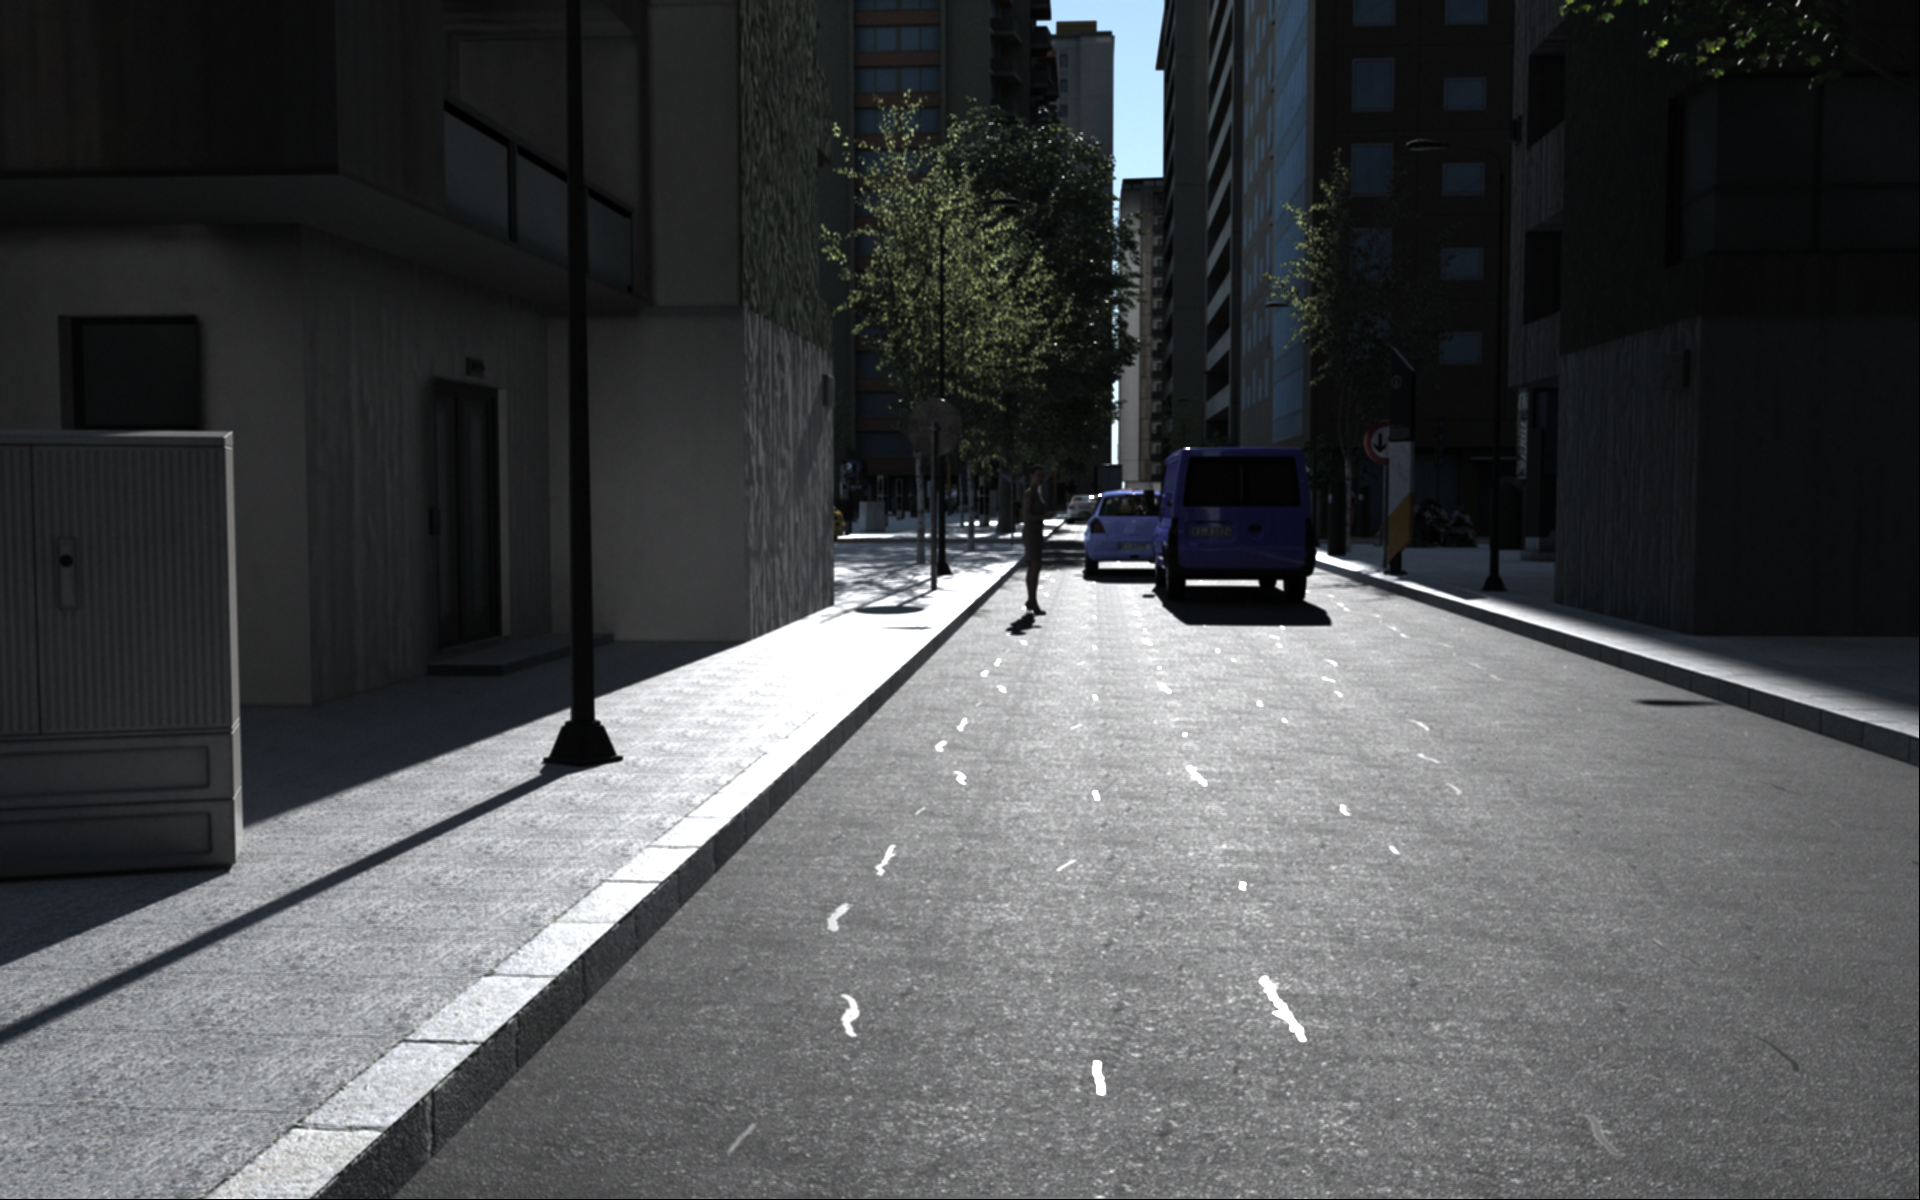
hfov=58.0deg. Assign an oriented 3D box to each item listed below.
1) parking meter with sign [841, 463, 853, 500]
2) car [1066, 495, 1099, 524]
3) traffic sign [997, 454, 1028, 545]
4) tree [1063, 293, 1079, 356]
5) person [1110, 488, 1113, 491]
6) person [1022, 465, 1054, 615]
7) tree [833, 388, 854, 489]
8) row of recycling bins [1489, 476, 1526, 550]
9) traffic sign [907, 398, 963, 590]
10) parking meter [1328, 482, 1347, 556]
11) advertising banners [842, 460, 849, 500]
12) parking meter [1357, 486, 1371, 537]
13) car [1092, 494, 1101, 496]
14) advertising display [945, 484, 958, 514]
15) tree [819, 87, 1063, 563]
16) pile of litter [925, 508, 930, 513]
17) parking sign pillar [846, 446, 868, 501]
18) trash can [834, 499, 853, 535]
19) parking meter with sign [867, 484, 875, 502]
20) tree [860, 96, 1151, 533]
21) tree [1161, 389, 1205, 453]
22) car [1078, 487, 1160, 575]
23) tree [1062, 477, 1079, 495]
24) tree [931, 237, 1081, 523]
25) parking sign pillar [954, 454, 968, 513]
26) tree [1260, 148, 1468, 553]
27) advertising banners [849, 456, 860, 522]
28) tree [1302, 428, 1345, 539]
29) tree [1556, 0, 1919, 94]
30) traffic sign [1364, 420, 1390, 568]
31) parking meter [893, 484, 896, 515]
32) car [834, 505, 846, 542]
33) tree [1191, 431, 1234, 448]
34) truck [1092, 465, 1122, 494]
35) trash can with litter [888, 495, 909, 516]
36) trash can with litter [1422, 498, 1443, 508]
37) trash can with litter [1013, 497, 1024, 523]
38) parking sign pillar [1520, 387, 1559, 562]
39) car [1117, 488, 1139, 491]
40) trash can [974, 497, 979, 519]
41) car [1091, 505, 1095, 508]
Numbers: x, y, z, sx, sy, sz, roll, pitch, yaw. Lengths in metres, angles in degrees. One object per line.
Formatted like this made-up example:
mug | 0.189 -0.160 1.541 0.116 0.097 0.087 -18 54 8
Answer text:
parking meter with sign | -6.266 -6.038 94.989 0.543 3.016 1.738 0 4 6
car | 6.240 -4.466 85.380 2.083 1.381 4.827 0 4 6
traffic sign | 1.311 -2.425 43.290 0.795 2.450 0.064 0 4 4
tree | 0.331 -5.412 38.853 4.360 8.622 3.978 0 3 0
person | 9.204 -5.897 105.191 0.678 1.792 0.850 1 4 18
person | 0.928 -0.731 20.786 0.374 1.781 0.599 1 4 15
tree | -8.772 -9.993 113.748 4.737 8.622 4.395 0 3 0
row of recycling bins | 13.638 -1.965 39.239 1.069 1.692 3.534 -3 5 -43
traffic sign | -0.349 -1.407 23.106 0.768 2.556 0.104 1 4 13
parking meter | 7.888 -1.701 36.223 0.372 1.533 0.369 0 3 0
advertising banners | -5.624 -5.694 89.286 0.090 3.025 2.074 1 4 22
parking meter | 12.054 -2.648 51.700 0.372 1.533 0.369 0 3 0
car | 10.868 -7.620 136.594 2.014 1.417 4.499 0 4 3
advertising display | -0.565 -6.467 110.951 0.974 1.923 0.123 2 4 24
tree | -0.662 -4.975 31.710 4.360 8.622 3.978 0 3 0
pile of litter | -2.008 -6.468 119.722 1.176 0.858 1.719 3 5 43
parking sign pillar | -5.845 -6.639 97.021 1.447 3.967 1.447 2 4 27
trash can | -3.693 -2.606 54.265 0.748 1.137 0.748 0 3 0
parking meter with sign | -6.781 -7.998 127.031 0.543 3.016 1.738 2 4 25
tree | 1.620 -9.192 56.952 9.857 13.997 8.962 0 3 0
tree | 15.798 -10.387 120.185 4.737 8.622 4.395 0 3 0
car | 3.137 -1.357 31.785 1.945 1.707 3.694 0 4 3
tree | 12.585 -12.239 194.710 1.663 3.219 1.824 0 3 0
tree | 2.470 -9.741 77.398 7.486 12.596 7.792 0 3 0
parking sign pillar | 0.304 -7.936 118.231 1.447 3.967 1.447 2 4 26
tree | 8.736 -5.344 37.735 4.360 8.622 3.978 0 3 0
advertising banners | -4.778 -5.078 79.207 0.090 3.025 2.074 0 4 3
tree | 10.487 -3.390 50.025 1.663 3.219 1.824 0 3 0
tree | 7.039 -5.162 10.152 9.928 11.665 9.643 0 3 0
traffic sign | 7.346 -1.821 29.875 0.768 2.556 0.104 1 4 9
parking meter | -3.791 -5.977 103.436 0.399 1.863 0.255 -1 4 -15
car | -5.254 -2.381 49.149 3.980 1.641 2.015 0 4 5
tree | 12.914 -6.348 87.503 4.285 4.588 4.351 0 3 0
truck | 14.432 -11.061 169.766 2.839 4.237 11.283 0 4 3
trash can with litter | -3.980 -5.519 101.298 2.233 1.210 1.678 3 5 41
trash can with litter | 13.793 -2.364 50.031 1.055 1.170 0.624 -2 4 -24
trash can with litter | 2.618 -3.945 75.891 1.055 1.170 0.624 -1 4 -14
parking sign pillar | 11.549 -2.739 33.257 1.447 3.967 1.447 -1 4 -21
car | 11.366 -6.637 117.192 2.281 1.827 5.304 0 4 4
trash can | 0.842 -4.847 90.899 0.748 1.137 0.748 0 3 0
car | 6.108 -3.504 67.513 2.015 1.641 3.980 0 4 5
